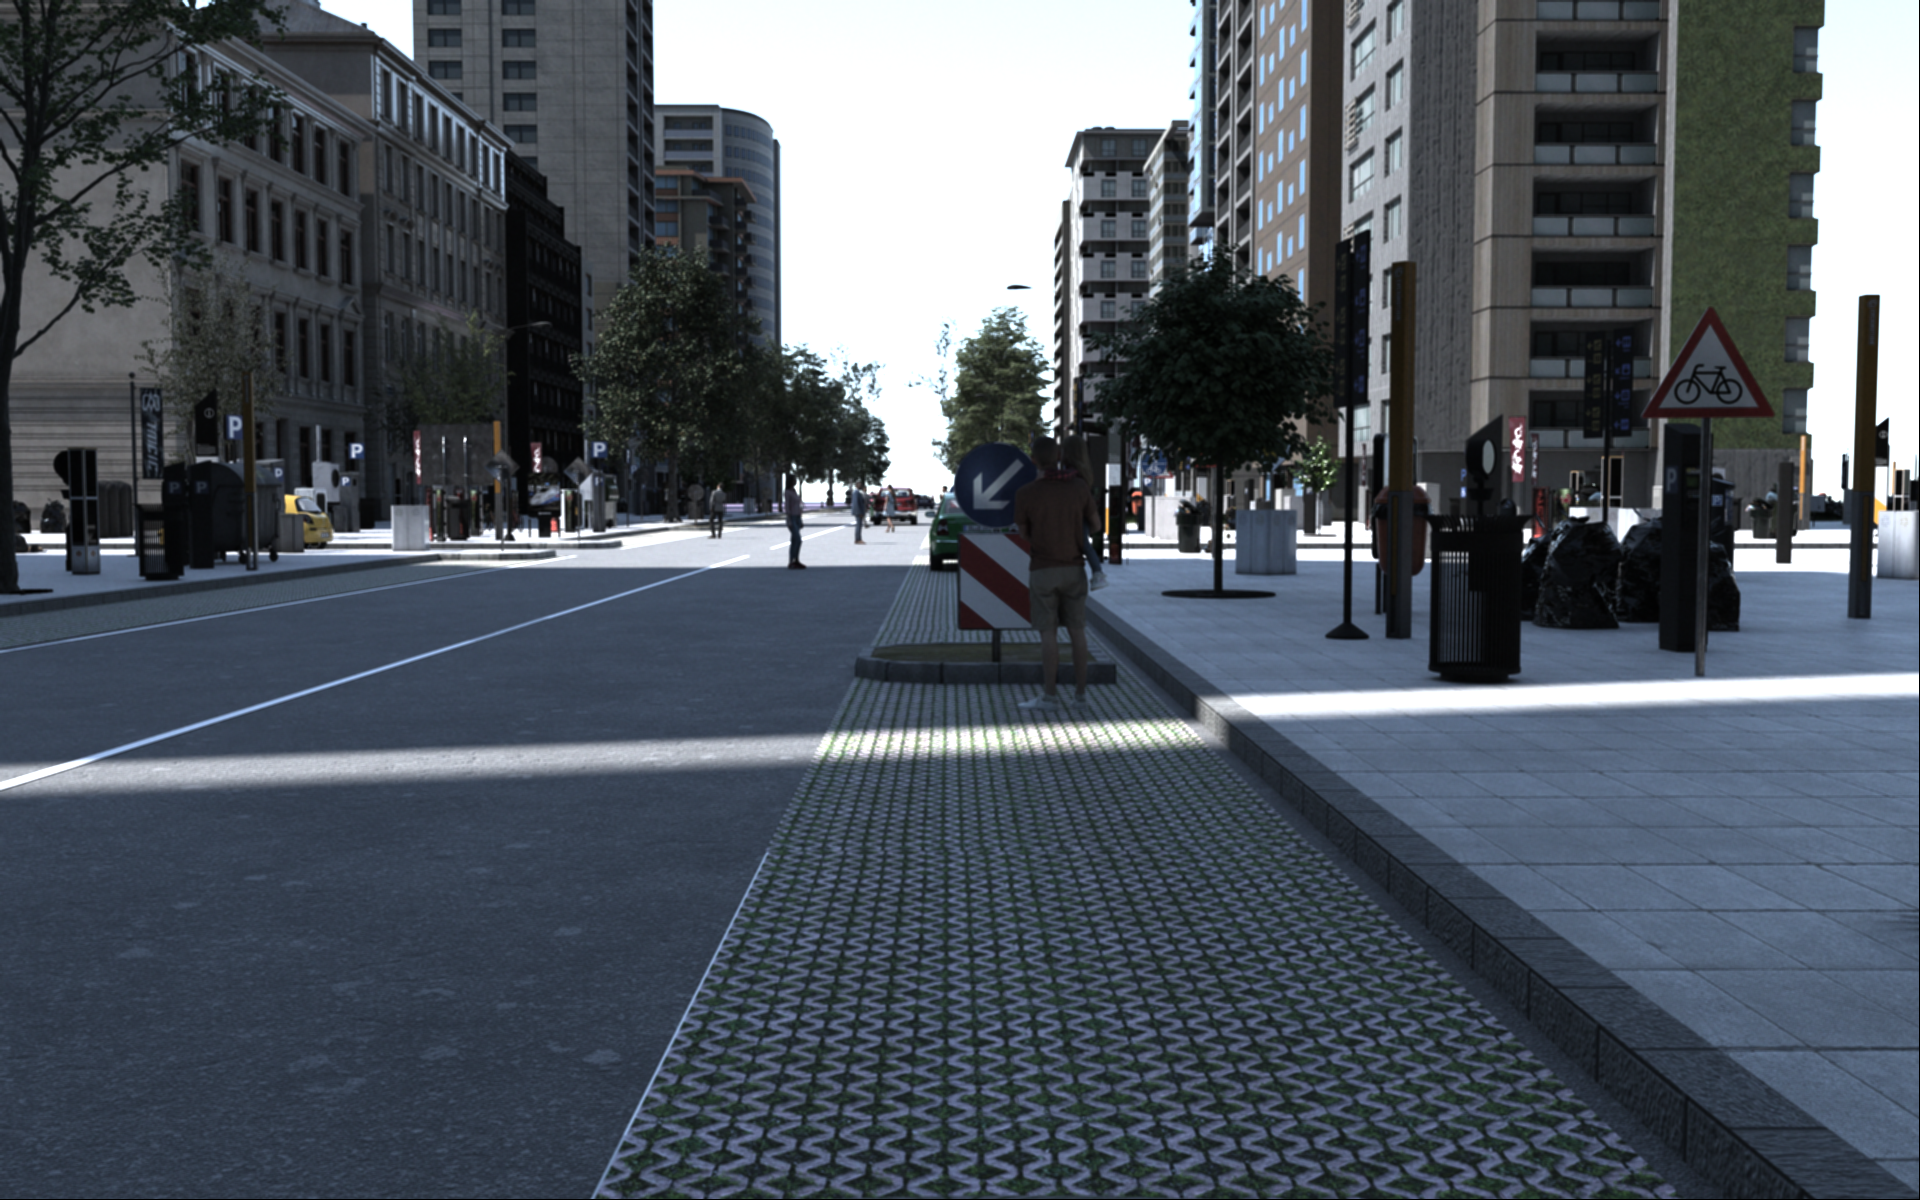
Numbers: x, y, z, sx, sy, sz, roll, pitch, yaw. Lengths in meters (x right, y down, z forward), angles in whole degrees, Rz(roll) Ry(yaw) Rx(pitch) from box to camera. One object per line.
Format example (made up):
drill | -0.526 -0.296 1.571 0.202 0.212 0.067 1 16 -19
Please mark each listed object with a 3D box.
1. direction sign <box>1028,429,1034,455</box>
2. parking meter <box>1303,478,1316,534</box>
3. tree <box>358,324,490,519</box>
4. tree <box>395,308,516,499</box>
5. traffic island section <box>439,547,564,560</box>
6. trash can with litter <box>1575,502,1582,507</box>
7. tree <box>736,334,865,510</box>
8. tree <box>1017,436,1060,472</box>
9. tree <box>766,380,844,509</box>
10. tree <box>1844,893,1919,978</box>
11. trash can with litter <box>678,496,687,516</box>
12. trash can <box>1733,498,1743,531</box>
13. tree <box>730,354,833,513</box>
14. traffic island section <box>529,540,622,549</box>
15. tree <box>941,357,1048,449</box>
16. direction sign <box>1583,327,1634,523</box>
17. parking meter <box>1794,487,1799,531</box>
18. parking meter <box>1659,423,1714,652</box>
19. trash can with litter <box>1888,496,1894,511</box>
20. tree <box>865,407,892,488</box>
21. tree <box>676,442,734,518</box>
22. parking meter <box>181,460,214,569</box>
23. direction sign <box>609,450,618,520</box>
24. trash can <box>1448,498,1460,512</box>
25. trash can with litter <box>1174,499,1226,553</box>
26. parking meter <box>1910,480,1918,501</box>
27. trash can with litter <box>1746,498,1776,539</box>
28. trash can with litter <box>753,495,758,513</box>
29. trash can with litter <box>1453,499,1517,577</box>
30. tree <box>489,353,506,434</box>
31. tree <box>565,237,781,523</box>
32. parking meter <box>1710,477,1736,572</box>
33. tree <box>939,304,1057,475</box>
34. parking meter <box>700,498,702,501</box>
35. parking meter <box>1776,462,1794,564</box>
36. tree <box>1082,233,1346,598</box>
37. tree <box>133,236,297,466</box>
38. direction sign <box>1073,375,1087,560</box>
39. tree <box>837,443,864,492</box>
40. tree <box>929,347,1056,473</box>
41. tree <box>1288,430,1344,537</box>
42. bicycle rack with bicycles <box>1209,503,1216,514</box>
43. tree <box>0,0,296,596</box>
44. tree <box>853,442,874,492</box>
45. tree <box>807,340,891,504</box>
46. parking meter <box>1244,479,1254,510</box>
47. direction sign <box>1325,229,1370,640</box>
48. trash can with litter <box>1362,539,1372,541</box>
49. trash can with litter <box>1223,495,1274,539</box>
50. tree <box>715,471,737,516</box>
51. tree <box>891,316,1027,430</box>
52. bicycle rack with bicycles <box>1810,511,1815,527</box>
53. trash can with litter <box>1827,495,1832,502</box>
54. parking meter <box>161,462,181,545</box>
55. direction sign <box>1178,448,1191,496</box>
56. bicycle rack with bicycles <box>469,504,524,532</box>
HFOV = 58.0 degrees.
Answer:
direction sign | 2.498 -4.214 60.896 0.379 3.537 0.876 0 4 -8
parking meter | 11.204 -3.046 55.513 0.399 1.863 0.255 1 4 22
tree | -23.395 -7.588 74.430 4.360 8.622 3.978 0 3 0
tree | -19.618 -7.177 67.713 4.737 8.622 4.395 0 3 0
traffic island section | -10.204 -0.995 38.556 2.009 0.180 2.903 0 4 0
trash can with litter | 17.373 -2.267 48.455 1.055 1.170 0.624 0 4 3
tree | -13.748 -14.215 139.077 9.857 13.997 8.962 0 3 0
tree | 2.661 -3.848 57.522 1.663 3.219 1.824 0 3 0
tree | -14.120 -13.951 153.857 9.928 11.665 9.643 0 3 0
tree | 2.987 -5.747 4.333 12.009 13.543 11.850 0 3 0
trash can with litter | -16.203 -5.423 100.057 0.624 1.170 1.055 -2 4 -31
trash can | 26.783 -2.966 60.150 0.748 1.137 0.748 0 3 0
tree | -13.598 -11.019 114.571 7.601 10.594 8.767 1 4 14
traffic island section | -10.258 -1.484 46.540 2.009 0.180 2.903 0 4 0
tree | 2.437 -11.058 115.202 8.767 10.594 7.601 3 5 42
direction sign | 8.944 -1.955 23.958 0.379 3.537 0.876 -2 4 -23
parking meter | 27.610 -3.002 57.487 0.372 1.533 0.369 0 3 0
parking meter | 5.928 -0.516 14.143 0.255 1.863 0.399 0 4 -4
trash can with litter | 58.179 -5.904 107.914 0.624 1.170 1.055 -1 4 -15
tree | -14.510 -17.493 192.662 9.857 13.997 8.962 0 3 0
tree | -13.761 -6.701 93.270 4.285 4.588 4.351 0 3 0
parking meter | -13.084 -1.473 29.788 0.399 1.863 0.255 -3 4 -39
direction sign | -17.253 -5.769 86.316 0.379 3.537 0.876 -3 4 -39
trash can | 17.297 -2.960 60.046 0.748 1.137 0.748 0 3 0
trash can with litter | 5.218 -1.611 37.728 1.055 1.170 0.624 0 4 -7
parking meter | 39.582 -4.041 71.782 0.399 1.863 0.255 -2 4 -30
trash can with litter | 23.035 -2.329 49.467 1.055 1.170 0.624 -1 4 -22
trash can with litter | -14.184 -6.587 118.761 1.678 1.210 2.233 0 4 -4
trash can with litter | 8.463 -0.973 26.959 1.678 1.210 2.233 0 4 -5
tree | -23.618 -8.116 83.065 4.360 8.622 3.978 0 3 0
tree | -12.872 -9.814 77.465 9.611 12.733 9.660 0 3 0
parking meter | 11.329 -1.062 25.781 0.372 1.533 0.369 0 3 0
tree | 2.390 -11.366 103.962 7.486 12.596 7.792 0 3 0
parking meter | -15.796 -6.006 106.607 0.372 1.533 0.369 0 3 0
parking meter | 15.218 -1.605 31.953 0.255 1.863 0.399 2 4 24
tree | 3.333 -2.328 21.775 4.285 4.588 4.351 0 3 0
tree | -21.883 -6.105 50.186 4.360 8.622 3.978 0 3 0
direction sign | 2.280 -2.538 33.489 0.379 3.537 0.876 0 4 -7
tree | -14.702 -17.028 228.767 4.360 8.622 3.978 0 3 0
tree | 2.772 -13.054 130.435 9.611 12.733 9.660 0 3 0
tree | 10.734 -3.529 52.293 1.663 3.219 1.824 0 3 0
bicycle rack with bicycles | 13.491 -5.151 97.600 2.925 0.926 2.852 -1 4 -9
tree | -12.191 -5.887 22.005 9.928 11.665 9.643 0 3 0
tree | -13.731 -17.768 240.866 4.737 8.622 4.395 0 3 0
tree | -14.863 -22.042 216.273 12.611 20.169 13.585 0 3 0
parking meter | 11.134 -3.731 66.719 0.255 1.863 0.399 -1 4 -18
direction sign | 3.454 -1.428 15.345 0.379 3.537 0.876 0 4 -5
trash can with litter | 12.319 -2.231 47.534 1.678 1.210 2.233 -3 5 -42
trash can with litter | 8.381 -2.366 49.736 2.233 1.210 1.678 1 4 19
tree | -13.793 -6.450 100.059 1.663 3.219 1.824 0 3 0
tree | 0.770 -20.090 184.363 12.611 20.169 13.585 0 3 0
bicycle rack with bicycles | 32.759 -3.402 69.010 2.852 0.926 2.925 1 4 16
trash can with litter | 55.252 -6.027 109.603 1.678 1.210 2.233 3 5 43
parking meter | -14.068 -1.547 31.005 0.399 1.863 0.255 -2 4 -25
direction sign | 7.913 -4.229 61.148 0.379 3.537 0.876 -1 4 -22
bicycle rack with bicycles | -16.210 -2.784 58.906 2.852 0.926 2.925 -1 4 -23
